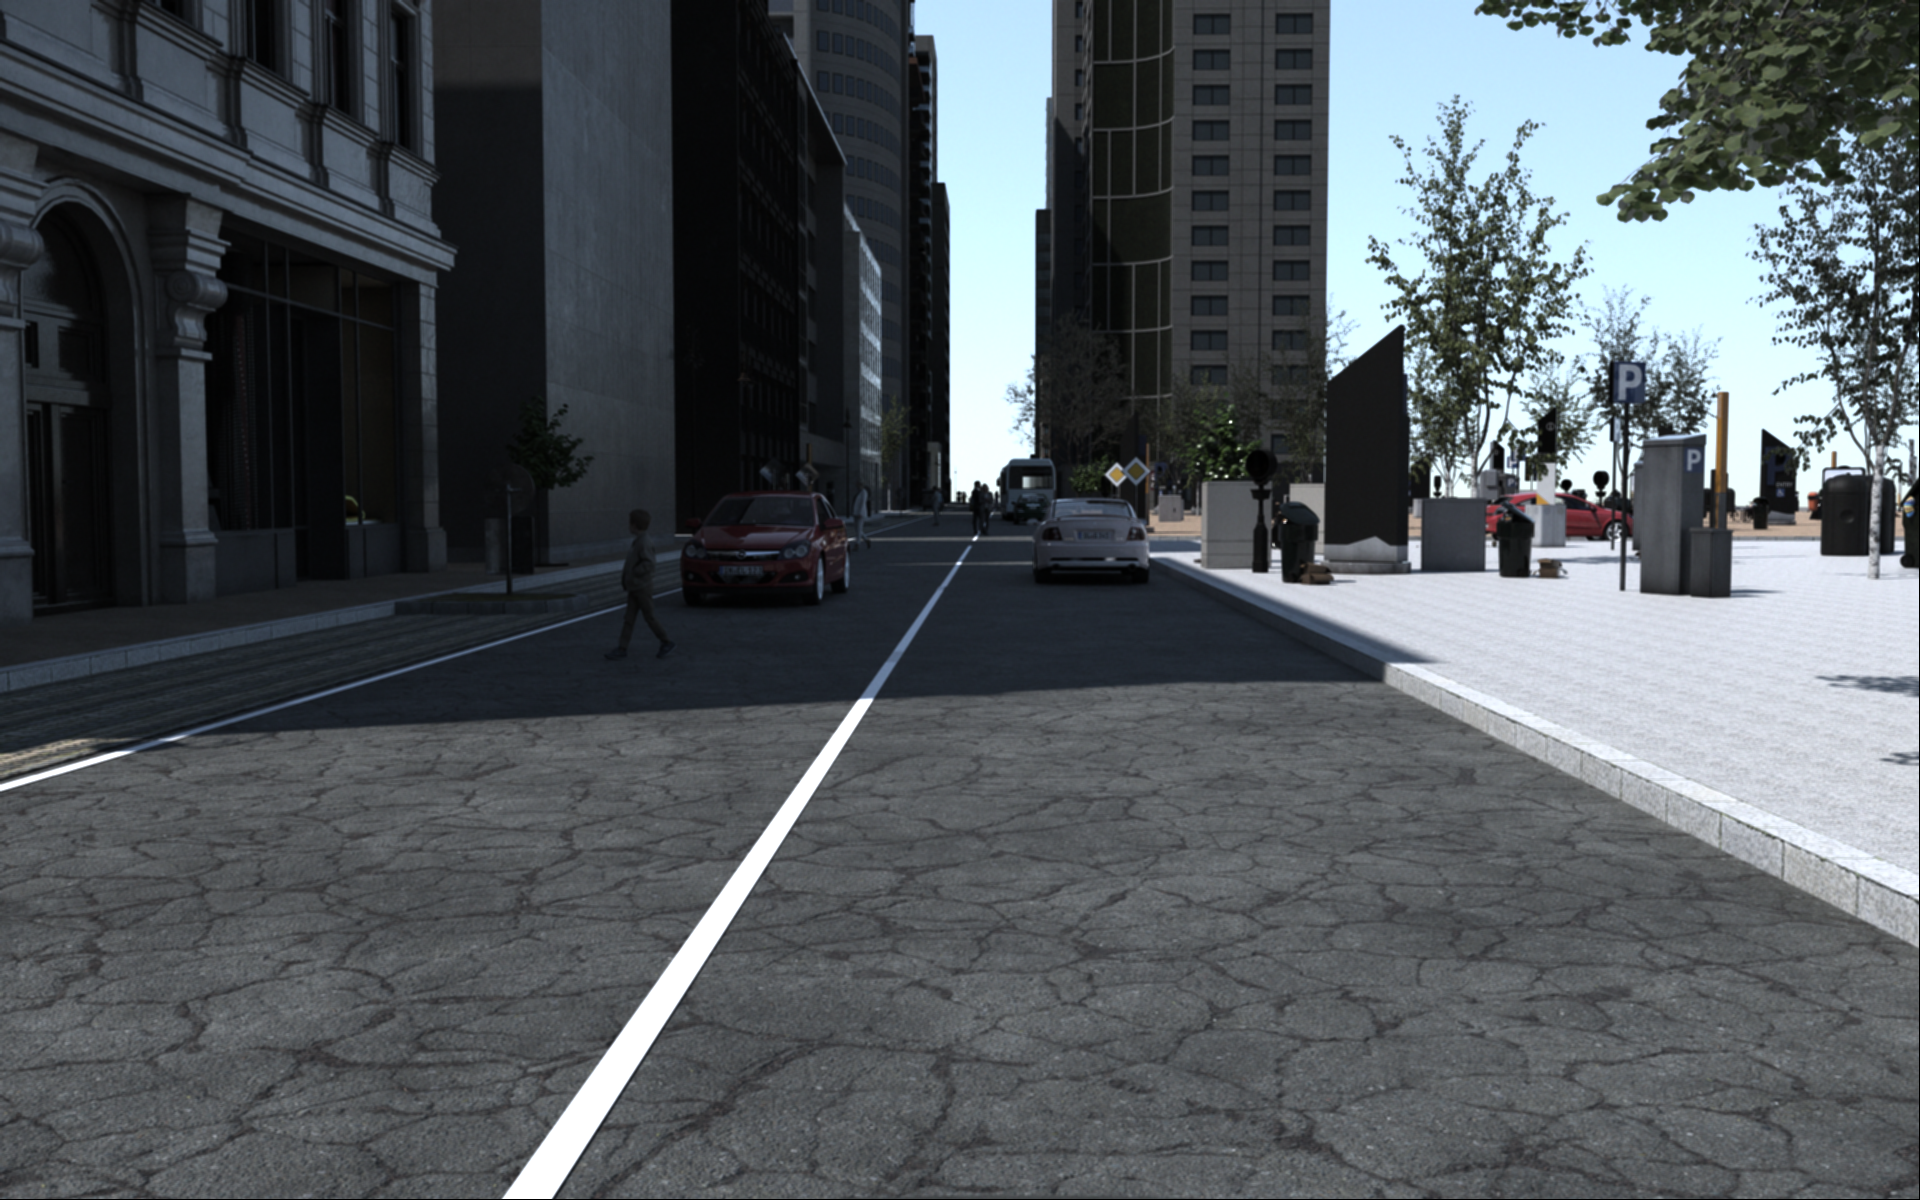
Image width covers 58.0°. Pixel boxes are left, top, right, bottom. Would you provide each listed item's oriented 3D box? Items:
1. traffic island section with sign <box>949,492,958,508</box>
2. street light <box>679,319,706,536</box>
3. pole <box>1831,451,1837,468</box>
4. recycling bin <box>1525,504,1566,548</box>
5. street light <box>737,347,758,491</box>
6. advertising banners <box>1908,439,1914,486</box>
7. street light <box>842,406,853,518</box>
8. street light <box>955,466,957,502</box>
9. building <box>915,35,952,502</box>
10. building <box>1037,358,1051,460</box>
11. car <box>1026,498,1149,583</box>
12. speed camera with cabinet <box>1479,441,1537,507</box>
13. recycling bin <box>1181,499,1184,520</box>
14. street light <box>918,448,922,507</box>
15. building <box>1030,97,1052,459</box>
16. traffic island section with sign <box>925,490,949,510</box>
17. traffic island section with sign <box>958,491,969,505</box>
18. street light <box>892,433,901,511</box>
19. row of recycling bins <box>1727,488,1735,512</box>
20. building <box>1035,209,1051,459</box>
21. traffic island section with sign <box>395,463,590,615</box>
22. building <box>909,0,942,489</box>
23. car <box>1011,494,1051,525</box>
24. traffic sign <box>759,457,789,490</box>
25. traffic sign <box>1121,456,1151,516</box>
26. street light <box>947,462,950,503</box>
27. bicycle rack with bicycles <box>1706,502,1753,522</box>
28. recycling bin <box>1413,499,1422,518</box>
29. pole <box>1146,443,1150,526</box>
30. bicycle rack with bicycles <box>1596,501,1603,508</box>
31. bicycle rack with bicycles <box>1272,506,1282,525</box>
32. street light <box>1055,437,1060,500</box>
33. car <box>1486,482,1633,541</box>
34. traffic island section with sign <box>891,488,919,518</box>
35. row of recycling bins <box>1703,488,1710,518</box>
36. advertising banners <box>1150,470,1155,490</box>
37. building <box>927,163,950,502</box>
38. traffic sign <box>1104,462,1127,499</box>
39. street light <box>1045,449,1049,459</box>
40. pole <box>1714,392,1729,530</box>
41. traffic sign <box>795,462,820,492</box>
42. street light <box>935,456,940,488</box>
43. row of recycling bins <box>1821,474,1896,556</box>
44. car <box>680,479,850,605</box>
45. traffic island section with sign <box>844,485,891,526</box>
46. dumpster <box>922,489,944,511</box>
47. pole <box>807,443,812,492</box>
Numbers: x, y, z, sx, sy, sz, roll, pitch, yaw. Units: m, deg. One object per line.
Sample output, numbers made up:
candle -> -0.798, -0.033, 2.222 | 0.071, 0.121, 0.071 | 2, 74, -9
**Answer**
traffic island section with sign -> -1.506, -10.526, 180.735 | 1.989, 1.847, 2.006 | 0, 4, 1
street light -> -7.050, -4.467, 45.815 | 0.468, 5.910, 1.993 | 0, 4, 1
pole -> 41.626, -5.425, 82.544 | 0.158, 3.312, 0.155 | 0, 3, 0
recycling bin -> 14.157, -1.795, 41.902 | 0.722, 1.027, 0.722 | -1, 4, -14
street light -> -6.706, -5.016, 54.798 | 0.468, 5.910, 1.993 | 0, 4, 1
advertising banners -> 30.722, -3.631, 55.560 | 2.074, 3.025, 0.090 | -3, 5, -44
street light -> -5.934, -7.261, 91.497 | 0.468, 5.910, 1.993 | 0, 4, 1
street light -> -0.731, -19.293, 288.231 | 0.468, 5.910, 1.993 | 0, 4, 1
building -> -11.765, -51.227, 275.807 | 20.563, 71.187, 20.611 | 0, 4, 1
building -> 24.342, -23.481, 228.958 | 27.650, 21.520, 28.899 | 0, 4, 1
car -> 2.171, -1.039, 29.344 | 2.083, 1.381, 4.827 | 0, 4, 2
speed camera with cabinet -> 20.666, -4.338, 65.269 | 2.038, 3.252, 0.660 | 0, 4, 6
recycling bin -> 10.404, -4.388, 84.298 | 0.722, 1.027, 0.722 | -3, 4, -36
street light -> -3.856, -11.969, 168.479 | 0.468, 5.910, 1.993 | 0, 4, 1
building -> 22.391, -58.636, 271.368 | 22.319, 86.520, 31.000 | 0, 4, 1
traffic island section with sign -> -2.214, -8.878, 153.789 | 1.989, 1.847, 2.006 | 0, 4, 1
traffic island section with sign -> -0.050, -13.952, 236.748 | 1.989, 1.847, 2.006 | 0, 4, 1
street light -> -4.736, -9.700, 131.389 | 0.468, 5.910, 1.993 | 0, 4, 1
row of recycling bins -> 53.291, -7.067, 122.664 | 1.069, 1.692, 3.534 | -2, 4, -27
building -> 17.828, -34.642, 249.986 | 14.154, 41.232, 14.086 | 0, 4, 1
traffic island section with sign -> -5.680, -0.781, 21.396 | 1.989, 1.847, 2.006 | 0, 4, 1
building -> -13.417, -55.957, 227.567 | 22.319, 86.520, 31.000 | 0, 4, 1
car -> 3.471, -4.323, 82.471 | 2.131, 1.459, 4.920 | 0, 4, 2
traffic sign -> -4.995, -2.622, 46.516 | 0.795, 2.450, 0.064 | 0, 4, 1
traffic sign -> 4.695, -2.606, 46.243 | 0.795, 2.450, 0.064 | 0, 4, 1
street light -> -1.669, -17.049, 251.537 | 0.468, 5.910, 1.993 | 0, 4, 1
bicycle rack with bicycles -> 36.214, -4.076, 80.027 | 2.925, 0.926, 2.852 | -2, 4, -30
recycling bin -> 24.796, -4.928, 93.135 | 0.722, 1.027, 0.722 | 0, 4, 1
pole -> 7.528, -4.646, 69.809 | 0.158, 3.312, 0.155 | 0, 3, 0
bicycle rack with bicycles -> 46.017, -6.883, 125.925 | 2.852, 0.926, 2.925 | 2, 4, 26
bicycle rack with bicycles -> 12.244, -3.591, 72.093 | 2.925, 0.926, 2.852 | 0, 4, 6
street light -> 7.374, -9.734, 131.930 | 0.468, 5.910, 1.993 | 0, 4, 1
car -> 17.522, -2.533, 50.452 | 4.494, 1.783, 2.155 | 0, 4, 1
traffic island section with sign -> -3.501, -5.858, 104.404 | 1.989, 1.847, 2.006 | 0, 4, 1
row of recycling bins -> 38.005, -5.229, 92.606 | 3.534, 1.692, 1.069 | 1, 4, 14
advertising banners -> 14.954, -8.045, 127.720 | 2.074, 3.025, 0.090 | 1, 4, 17
building -> -12.470, -38.639, 255.443 | 21.300, 48.544, 21.600 | 0, 4, 1
traffic sign -> 4.904, -3.094, 54.226 | 0.795, 2.450, 0.064 | 0, 4, 1
street light -> 8.439, -11.984, 168.730 | 0.468, 5.910, 1.993 | 0, 4, 1
pole -> 15.233, -2.497, 34.663 | 0.158, 3.312, 0.155 | 0, 3, 0
traffic sign -> -4.786, -3.110, 54.499 | 0.795, 2.450, 0.064 | 0, 4, 1
street light -> -2.670, -14.780, 214.445 | 0.468, 5.910, 1.993 | 0, 4, 1
row of recycling bins -> 19.332, -1.837, 37.141 | 1.069, 1.692, 3.534 | 3, 5, 39
car -> -2.600, -0.899, 23.741 | 2.155, 1.783, 4.494 | 0, 4, 3
traffic island section with sign -> -4.222, -4.182, 76.997 | 1.989, 1.847, 2.006 | 0, 4, 1
dumpster -> -2.289, -8.405, 145.641 | 1.865, 1.857, 1.264 | 0, 4, 3
pole -> -6.077, -4.649, 69.855 | 0.158, 3.312, 0.155 | 0, 3, 0
